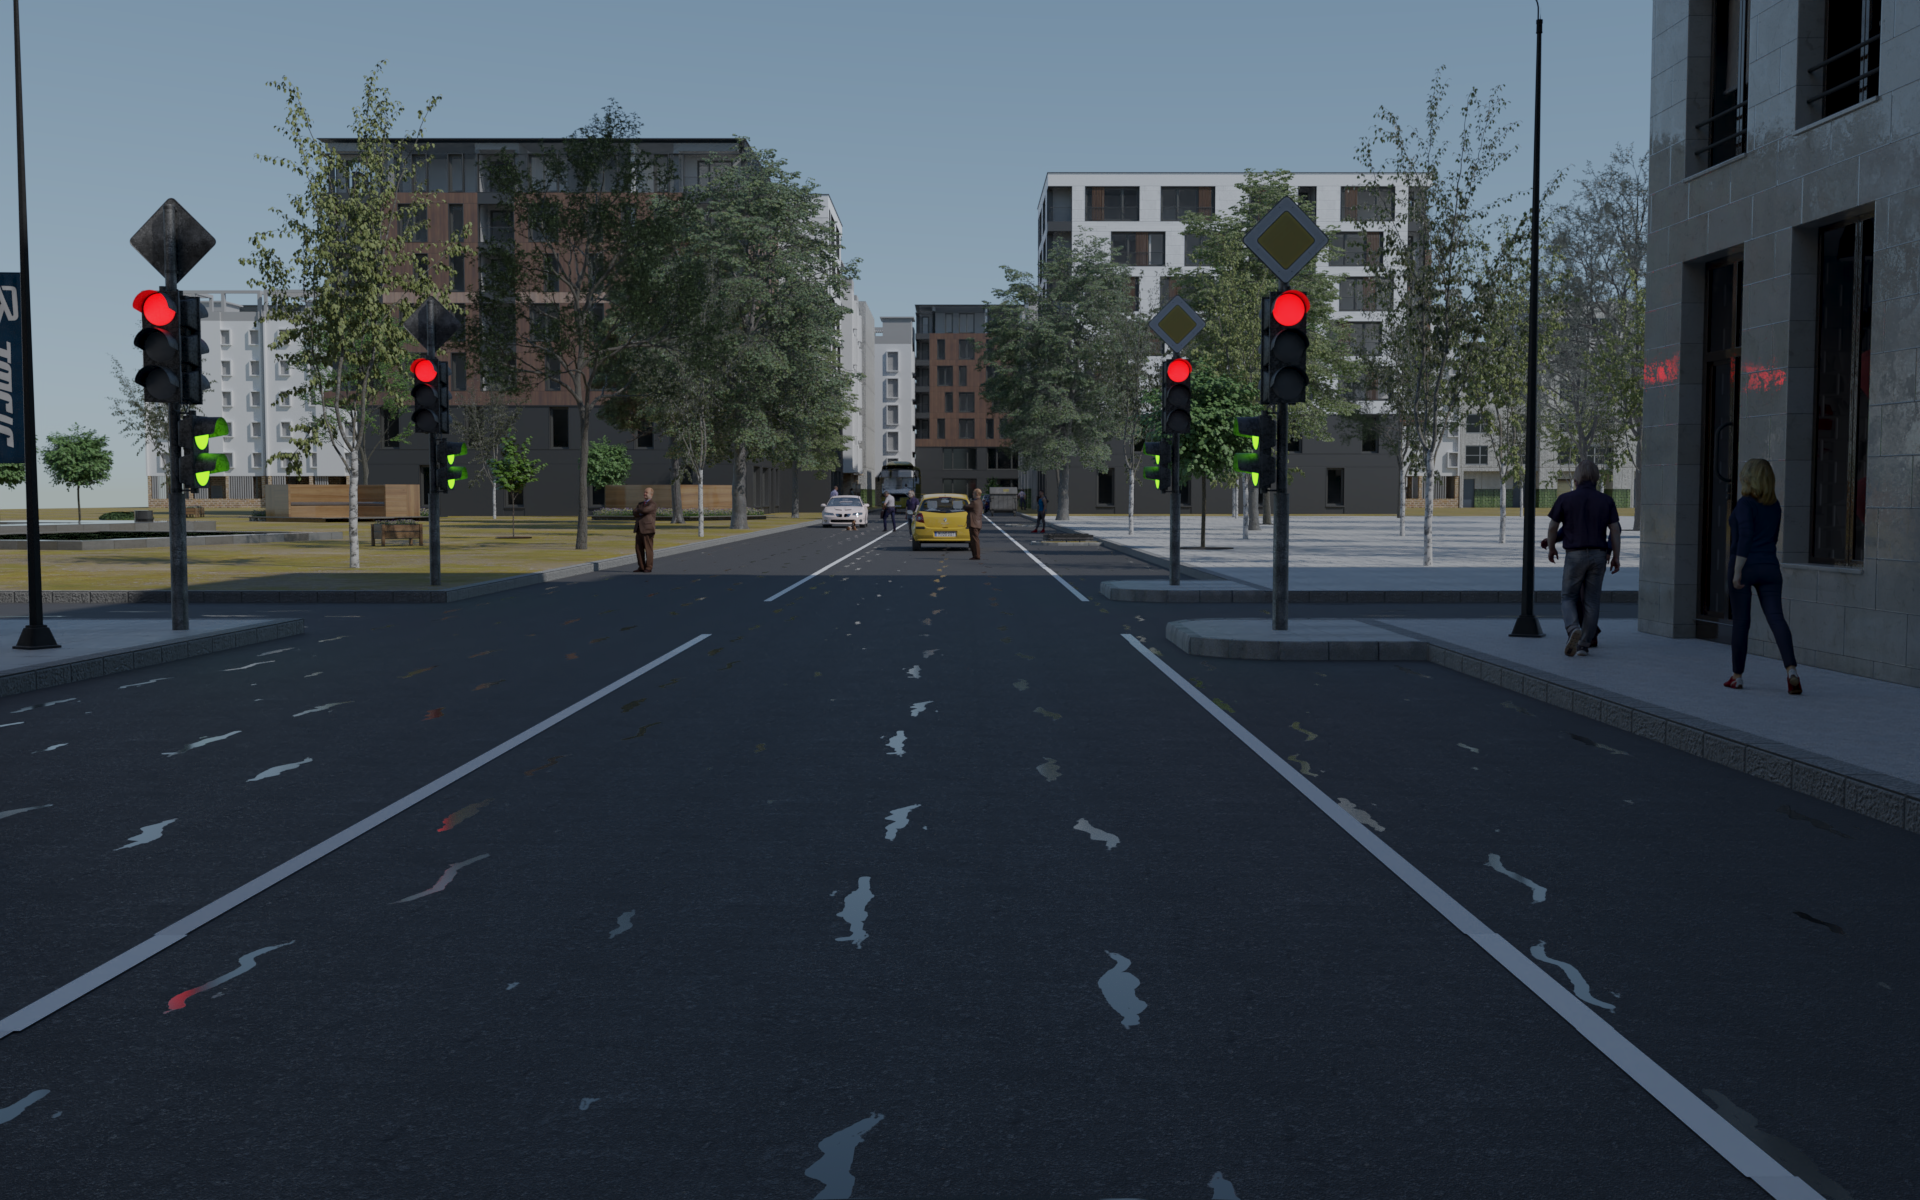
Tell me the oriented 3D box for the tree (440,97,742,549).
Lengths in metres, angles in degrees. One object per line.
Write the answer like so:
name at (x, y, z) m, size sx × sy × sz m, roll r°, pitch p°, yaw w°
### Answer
tree at (-8.492, -6.461, 40.045) m, size 7.601 × 10.594 × 8.767 m, roll -2°, pitch 4°, yaw -35°

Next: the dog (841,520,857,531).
dog at (-4.346, -2.939, 68.243) m, size 0.748 × 0.427 × 0.550 m, roll -1°, pitch 4°, yaw -13°

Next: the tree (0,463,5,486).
tree at (-38.997, -5.297, 70.322) m, size 4.285 × 4.588 × 4.351 m, roll 0°, pitch 3°, yaw 0°

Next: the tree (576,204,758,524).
tree at (-12.485, -10.260, 75.178) m, size 7.806 × 13.903 × 7.818 m, roll 0°, pitch 3°, yaw 0°

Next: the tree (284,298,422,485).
tree at (-31.591, -10.141, 91.556) m, size 9.928 × 11.665 × 9.643 m, roll 0°, pitch 3°, yaw 0°

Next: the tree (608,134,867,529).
tree at (-8.099, -9.583, 63.331) m, size 9.857 × 13.997 × 8.962 m, roll 0°, pitch 3°, yaw 0°

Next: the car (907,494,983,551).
car at (-0.391, -2.129, 45.035) m, size 2.015 × 1.641 × 3.980 m, roll 0°, pitch 4°, yaw -1°

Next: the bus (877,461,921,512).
bus at (-4.485, -8.626, 132.586) m, size 2.896 × 3.916 × 12.252 m, roll 0°, pitch 4°, yaw 1°

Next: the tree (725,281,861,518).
tree at (-9.162, -10.684, 92.808) m, size 7.486 × 12.596 × 7.792 m, roll 0°, pitch 3°, yaw 0°

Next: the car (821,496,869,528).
car at (-4.964, -3.838, 75.112) m, size 2.083 × 1.381 × 4.827 m, roll 0°, pitch 4°, yaw -1°

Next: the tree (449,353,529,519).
tree at (-24.437, -8.534, 89.900) m, size 4.360 × 8.622 × 3.978 m, roll 0°, pitch 3°, yaw 0°

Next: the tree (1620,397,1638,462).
tree at (32.042, -8.276, 85.678) m, size 4.360 × 8.622 × 3.978 m, roll 0°, pitch 3°, yaw 0°

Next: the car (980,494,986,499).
car at (2.671, -9.915, 170.913) m, size 1.959 × 1.807 × 4.718 m, roll 0°, pitch 4°, yaw 1°

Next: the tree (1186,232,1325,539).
tree at (8.068, -6.003, 48.511) m, size 4.737 × 8.622 × 4.395 m, roll 0°, pitch 3°, yaw 0°

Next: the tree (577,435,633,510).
tree at (-19.685, -6.861, 95.888) m, size 4.285 × 4.588 × 4.351 m, roll 0°, pitch 3°, yaw 0°

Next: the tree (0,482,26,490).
tree at (-55.404, -7.660, 88.142) m, size 20.602 × 7.101 × 11.467 m, roll 0°, pitch 4°, yaw 5°

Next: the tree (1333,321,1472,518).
tree at (23.187, -9.630, 91.859) m, size 8.767 × 10.594 × 7.601 m, roll 3°, pitch 5°, yaw 43°

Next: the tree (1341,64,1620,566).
tree at (8.609, -4.922, 30.842) m, size 4.360 × 8.622 × 3.978 m, roll 0°, pitch 3°, yaw 0°

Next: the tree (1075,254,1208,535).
tree at (5.606, -6.353, 54.239) m, size 4.360 × 8.622 × 3.978 m, roll 0°, pitch 3°, yaw 0°

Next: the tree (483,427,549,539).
tree at (-13.011, -3.391, 50.038) m, size 1.663 × 3.219 × 1.824 m, roll 0°, pitch 3°, yaw 0°

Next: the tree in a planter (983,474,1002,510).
tree in a planter at (2.886, -9.544, 153.268) m, size 1.991 × 3.239 × 1.994 m, roll 0°, pitch 3°, yaw 0°

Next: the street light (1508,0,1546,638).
street light at (4.574, -2.624, 15.447) m, size 1.470 × 5.913 × 1.316 m, roll 0°, pitch 3°, yaw 0°

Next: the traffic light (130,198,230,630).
traffic light at (-7.351, -1.652, 16.252) m, size 0.839 × 4.213 × 0.868 m, roll 0°, pitch 3°, yaw 0°

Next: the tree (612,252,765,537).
tree at (-8.061, -6.217, 52.017) m, size 4.360 × 8.622 × 3.978 m, roll 0°, pitch 3°, yaw 0°

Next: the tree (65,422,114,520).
tree at (-39.917, -5.795, 78.459) m, size 4.285 × 4.588 × 4.351 m, roll 0°, pitch 3°, yaw 0°

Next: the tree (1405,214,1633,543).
tree at (13.903, -5.777, 44.808) m, size 4.737 × 8.622 × 4.395 m, roll 0°, pitch 3°, yaw 0°

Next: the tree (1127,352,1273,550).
tree at (5.597, -3.466, 40.390) m, size 4.285 × 4.588 × 4.351 m, roll 0°, pitch 3°, yaw 0°

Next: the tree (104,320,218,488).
tree at (-32.934, -7.427, 71.801) m, size 4.360 × 8.622 × 3.978 m, roll 0°, pitch 3°, yaw 0°

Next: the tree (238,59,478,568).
tree at (-10.539, -4.874, 30.049) m, size 4.737 × 8.622 × 4.395 m, roll 0°, pitch 3°, yaw 0°

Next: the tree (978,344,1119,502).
tree at (5.456, -9.921, 96.612) m, size 8.767 × 10.594 × 7.601 m, roll -2°, pitch 4°, yaw -32°

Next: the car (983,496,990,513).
car at (2.711, -7.272, 131.481) m, size 1.945 × 1.354 × 3.894 m, roll 0°, pitch 4°, yaw 2°

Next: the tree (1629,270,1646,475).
tree at (20.018, -6.119, 50.412) m, size 4.737 × 8.622 × 4.395 m, roll 0°, pitch 3°, yaw 0°

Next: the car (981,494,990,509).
car at (2.779, -8.984, 158.890) m, size 2.014 × 1.417 × 4.499 m, roll 0°, pitch 4°, yaw -1°

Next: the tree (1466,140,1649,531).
tree at (23.593, -9.151, 59.981) m, size 12.009 × 13.543 × 11.850 m, roll 0°, pitch 3°, yaw 0°

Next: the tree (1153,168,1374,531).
tree at (10.466, -8.698, 60.342) m, size 7.486 × 12.596 × 7.792 m, roll 0°, pitch 3°, yaw 0°

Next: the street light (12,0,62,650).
street light at (-7.143, -2.550, 14.231) m, size 1.470 × 5.913 × 1.316 m, roll 0°, pitch 3°, yaw 0°

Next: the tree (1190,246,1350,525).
tree at (12.795, -8.966, 72.349) m, size 9.928 × 11.665 × 9.643 m, roll 0°, pitch 3°, yaw 0°

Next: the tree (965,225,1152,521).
tree at (5.001, -10.846, 83.982) m, size 9.857 × 13.997 × 8.962 m, roll 0°, pitch 3°, yaw 0°
